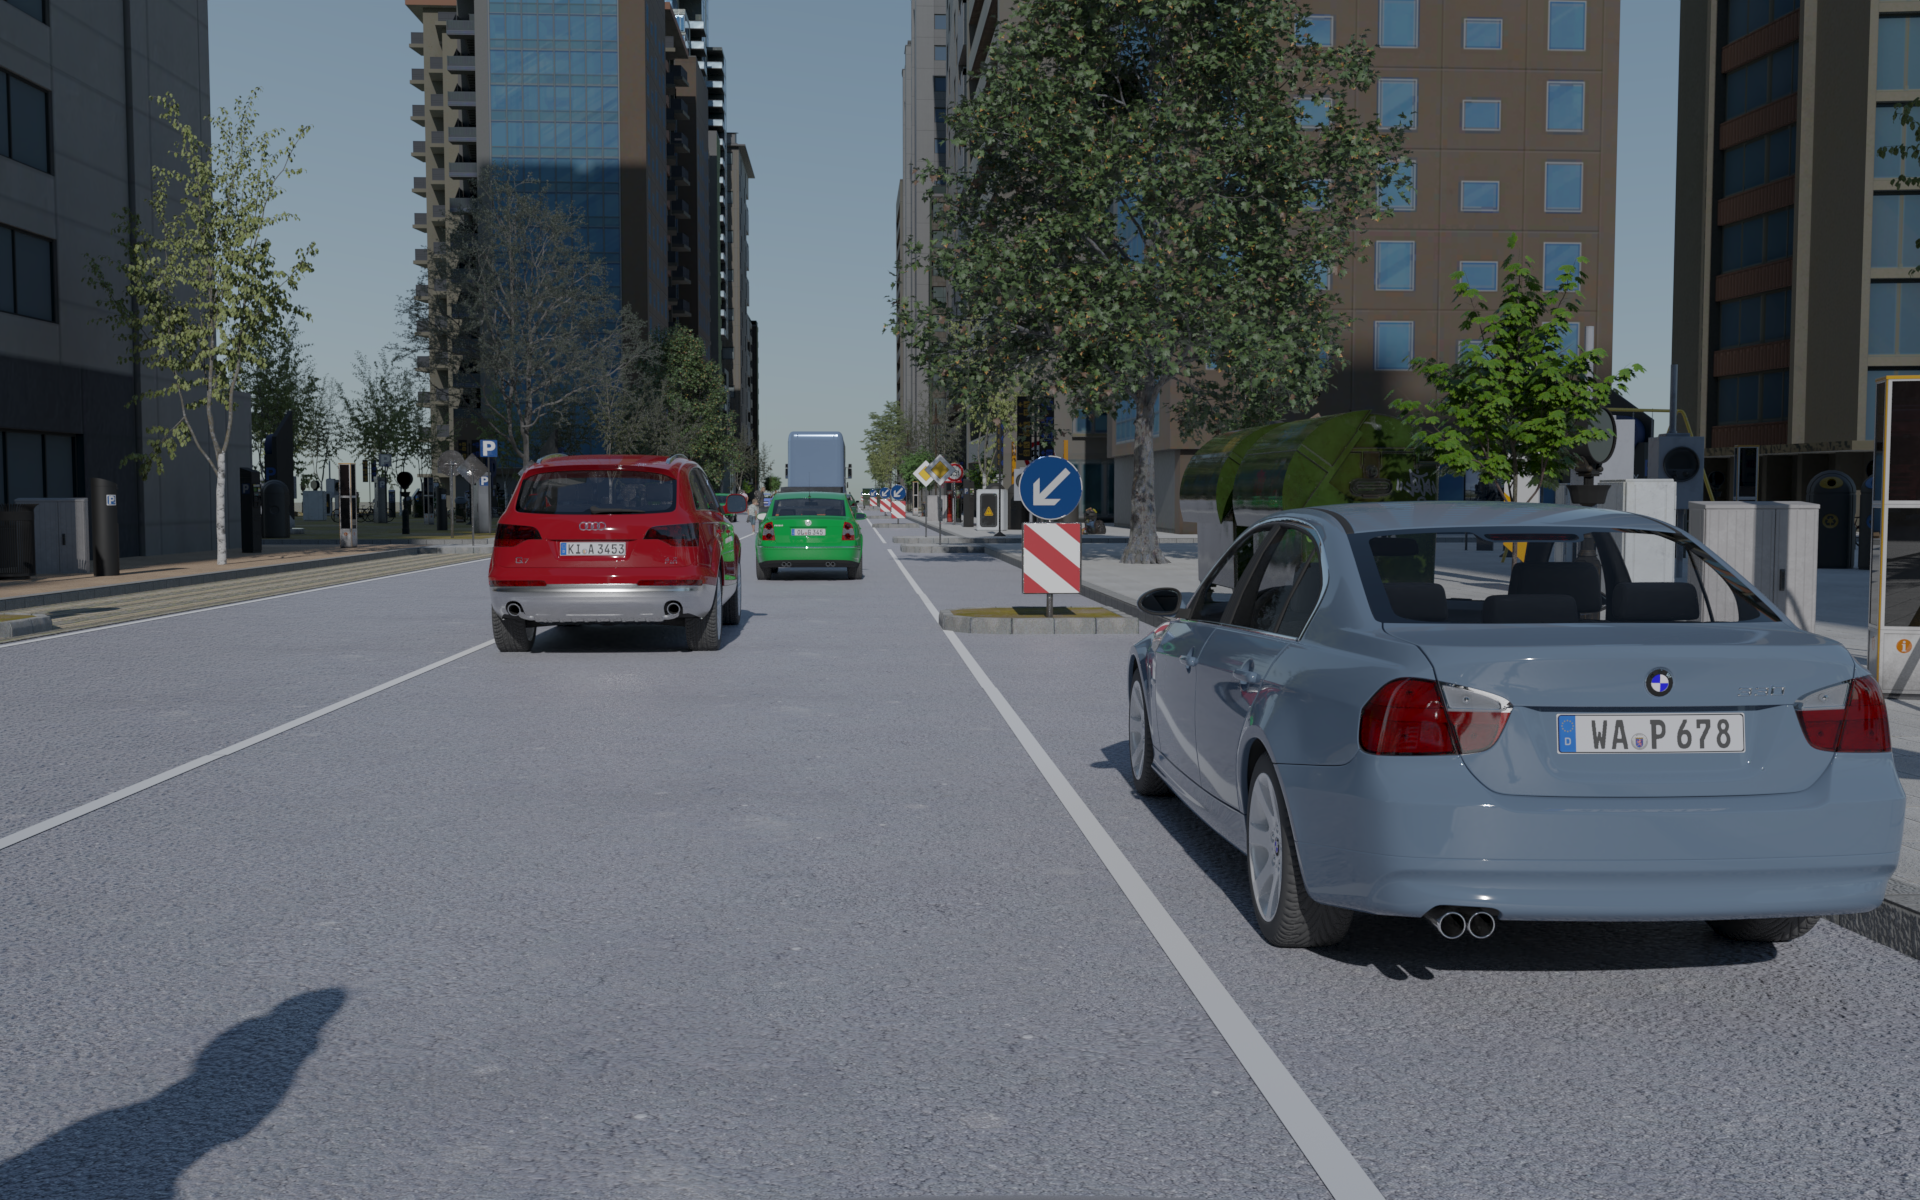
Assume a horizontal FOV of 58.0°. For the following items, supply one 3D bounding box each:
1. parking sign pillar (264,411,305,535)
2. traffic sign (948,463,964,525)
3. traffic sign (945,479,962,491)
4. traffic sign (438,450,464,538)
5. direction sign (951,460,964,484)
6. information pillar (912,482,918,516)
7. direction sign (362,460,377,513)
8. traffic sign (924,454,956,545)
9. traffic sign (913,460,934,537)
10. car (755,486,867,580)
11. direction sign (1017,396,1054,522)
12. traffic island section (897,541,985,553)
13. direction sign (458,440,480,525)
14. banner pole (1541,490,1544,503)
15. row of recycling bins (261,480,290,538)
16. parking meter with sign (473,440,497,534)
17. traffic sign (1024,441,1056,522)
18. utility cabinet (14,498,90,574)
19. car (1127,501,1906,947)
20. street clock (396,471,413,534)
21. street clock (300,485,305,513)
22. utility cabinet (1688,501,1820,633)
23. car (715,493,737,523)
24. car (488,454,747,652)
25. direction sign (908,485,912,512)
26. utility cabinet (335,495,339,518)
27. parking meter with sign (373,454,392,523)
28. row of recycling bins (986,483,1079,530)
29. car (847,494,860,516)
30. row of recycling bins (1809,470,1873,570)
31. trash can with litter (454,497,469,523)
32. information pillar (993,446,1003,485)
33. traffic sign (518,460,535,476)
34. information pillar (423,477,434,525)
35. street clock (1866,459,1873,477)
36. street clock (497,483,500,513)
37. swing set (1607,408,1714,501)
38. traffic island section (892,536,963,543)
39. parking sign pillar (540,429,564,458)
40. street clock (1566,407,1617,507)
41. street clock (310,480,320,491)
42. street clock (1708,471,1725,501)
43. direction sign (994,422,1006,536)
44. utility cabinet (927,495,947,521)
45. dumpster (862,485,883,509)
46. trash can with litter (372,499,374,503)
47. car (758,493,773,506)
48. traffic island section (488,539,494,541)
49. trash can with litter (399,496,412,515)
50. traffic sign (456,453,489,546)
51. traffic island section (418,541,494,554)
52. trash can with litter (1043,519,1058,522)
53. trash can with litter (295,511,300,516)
[{"bbox_3d":[-21.738,-4.087,55.295,1.447,3.967,1.447,0,4,1],"label":"parking sign pillar"},{"bbox_3d":[-0.227,-4.356,71.327,0.768,2.556,0.104,0,4,0],"label":"traffic sign"},{"bbox_3d":[-0.359,-4.843,79.189,0.884,2.594,0.081,0,4,1],"label":"traffic sign"},{"bbox_3d":[-14.755,-3.067,50.259,0.768,2.556,0.104,0,4,-1],"label":"traffic sign"},{"bbox_3d":[-0.164,-7.610,116.424,0.876,3.537,0.379,1,4,20],"label":"direction sign"},{"bbox_3d":[-2.649,-6.001,102.601,0.304,2.012,0.304,-1,4,-13],"label":"information pillar"},{"bbox_3d":[-38.982,-7.486,114.396,0.876,3.537,0.379,-1,4,-15],"label":"direction sign"},{"bbox_3d":[-0.502,-2.434,43.445,0.795,2.450,0.064,0,4,-4],"label":"traffic sign"},{"bbox_3d":[-1.011,-2.922,51.414,0.795,2.450,0.064,0,4,-4],"label":"traffic sign"},{"bbox_3d":[-2.605,-1.314,30.278,1.959,1.807,4.718,0,4,-4],"label":"car"},{"bbox_3d":[1.744,-2.939,40.056,0.876,3.537,0.379,1,4,16],"label":"direction sign"},{"bbox_3d":[-0.479,-1.299,43.524,2.009,0.180,2.903,0,4,-4],"label":"traffic island section"},{"bbox_3d":[-20.463,-4.912,72.310,0.876,3.537,0.379,-1,4,-14],"label":"direction sign"},{"bbox_3d":[17.347,-3.808,52.277,0.863,3.779,0.401,0,4,7],"label":"banner pole"},{"bbox_3d":[-21.298,-2.670,50.767,3.534,1.692,1.069,1,4,12],"label":"row of recycling bins"},{"bbox_3d":[-15.568,-3.684,56.492,0.543,3.016,1.738,-2,4,-29],"label":"parking meter with sign"},{"bbox_3d":[1.887,-2.515,41.226,0.768,2.556,0.104,0,4,-3],"label":"traffic sign"},{"bbox_3d":[-14.653,-1.027,27.961,1.020,1.237,0.306,-1,4,-17],"label":"utility cabinet"},{"bbox_3d":[1.768,0.318,6.800,2.014,1.417,4.499,0,4,-3],"label":"car"},{"bbox_3d":[-17.731,-3.107,55.364,0.471,2.002,0.358,0,4,1],"label":"street clock"},{"bbox_3d":[-44.503,-6.898,117.354,0.358,2.002,0.471,0,4,-6],"label":"street clock"},{"bbox_3d":[6.783,-0.224,14.826,1.020,1.237,0.306,0,4,-5],"label":"utility cabinet"},{"bbox_3d":[-12.283,-4.831,87.787,1.959,1.807,4.718,0,4,-4],"label":"car"},{"bbox_3d":[-3.305,-0.528,17.301,2.281,1.827,5.304,0,4,-4],"label":"car"},{"bbox_3d":[-3.567,-8.066,123.882,0.379,3.537,0.876,3,5,44],"label":"direction sign"},{"bbox_3d":[-33.679,-5.099,94.523,0.306,1.237,1.020,1,4,20],"label":"utility cabinet"},{"bbox_3d":[-25.532,-4.901,76.386,0.543,3.016,1.738,-2,4,-31],"label":"parking meter with sign"},{"bbox_3d":[2.555,-3.366,62.153,3.534,1.692,1.069,1,4,18],"label":"row of recycling bins"},{"bbox_3d":[-6.756,-5.299,98.444,2.131,1.459,4.920,0,4,-5],"label":"car"},{"bbox_3d":[15.854,-1.335,28.937,1.069,1.692,3.534,-2,4,-32],"label":"row of recycling bins"},{"bbox_3d":[-22.470,-4.080,78.097,0.624,1.170,1.055,-1,4,-14],"label":"trash can with litter"},{"bbox_3d":[1.586,-4.922,71.835,0.504,3.616,0.183,3,5,42],"label":"information pillar"},{"bbox_3d":[-12.533,-2.878,50.701,0.795,2.450,0.064,0,4,-4],"label":"traffic sign"},{"bbox_3d":[-22.345,-4.180,72.842,0.304,2.012,0.304,2,4,30],"label":"information pillar"},{"bbox_3d":[18.538,-1.857,34.931,0.358,2.002,0.471,-2,4,-33],"label":"street clock"},{"bbox_3d":[-29.129,-6.373,108.773,0.471,2.002,0.358,-2,4,-28],"label":"street clock"},{"bbox_3d":[12.103,-2.081,31.642,3.119,2.851,2.862,-1,4,-21],"label":"swing set"},{"bbox_3d":[-0.988,-1.787,51.493,2.009,0.180,2.903,0,4,-4],"label":"traffic island section"},{"bbox_3d":[-17.101,-5.146,72.617,1.447,3.967,1.447,-3,5,-42],"label":"parking sign pillar"},{"bbox_3d":[5.241,-0.605,14.461,0.471,2.002,0.358,-3,5,-39],"label":"street clock"},{"bbox_3d":[-33.892,-5.291,91.080,0.471,2.002,0.358,2,4,26],"label":"street clock"},{"bbox_3d":[23.849,-3.064,54.669,0.471,2.002,0.358,1,4,15],"label":"street clock"},{"bbox_3d":[1.207,-3.699,52.475,0.379,3.537,0.876,1,4,14],"label":"direction sign"},{"bbox_3d":[-1.034,-4.369,82.596,1.020,1.237,0.306,1,4,13],"label":"utility cabinet"},{"bbox_3d":[-8.246,-9.695,163.456,1.985,2.255,1.502,0,4,-3],"label":"dumpster"},{"bbox_3d":[-33.442,-5.395,99.593,0.624,1.170,1.055,-1,4,-15],"label":"trash can with litter"},{"bbox_3d":[-21.260,-11.004,189.512,1.945,1.707,3.694,0,4,-5],"label":"car"},{"bbox_3d":[-12.556,-1.742,50.761,2.009,0.180,2.903,0,4,-4],"label":"traffic island section"},{"bbox_3d":[-34.351,-5.874,107.425,0.624,1.170,1.055,1,4,11],"label":"trash can with litter"},{"bbox_3d":[-12.024,-2.391,42.732,0.795,2.450,0.064,0,4,-4],"label":"traffic sign"},{"bbox_3d":[-12.047,-1.255,42.792,2.009,0.180,2.903,0,4,-4],"label":"traffic island section"},{"bbox_3d":[3.230,-2.807,57.279,1.055,1.170,0.624,0,4,6],"label":"trash can with litter"},{"bbox_3d":[-38.665,-5.416,99.945,1.055,1.170,0.624,-1,4,-11],"label":"trash can with litter"}]
